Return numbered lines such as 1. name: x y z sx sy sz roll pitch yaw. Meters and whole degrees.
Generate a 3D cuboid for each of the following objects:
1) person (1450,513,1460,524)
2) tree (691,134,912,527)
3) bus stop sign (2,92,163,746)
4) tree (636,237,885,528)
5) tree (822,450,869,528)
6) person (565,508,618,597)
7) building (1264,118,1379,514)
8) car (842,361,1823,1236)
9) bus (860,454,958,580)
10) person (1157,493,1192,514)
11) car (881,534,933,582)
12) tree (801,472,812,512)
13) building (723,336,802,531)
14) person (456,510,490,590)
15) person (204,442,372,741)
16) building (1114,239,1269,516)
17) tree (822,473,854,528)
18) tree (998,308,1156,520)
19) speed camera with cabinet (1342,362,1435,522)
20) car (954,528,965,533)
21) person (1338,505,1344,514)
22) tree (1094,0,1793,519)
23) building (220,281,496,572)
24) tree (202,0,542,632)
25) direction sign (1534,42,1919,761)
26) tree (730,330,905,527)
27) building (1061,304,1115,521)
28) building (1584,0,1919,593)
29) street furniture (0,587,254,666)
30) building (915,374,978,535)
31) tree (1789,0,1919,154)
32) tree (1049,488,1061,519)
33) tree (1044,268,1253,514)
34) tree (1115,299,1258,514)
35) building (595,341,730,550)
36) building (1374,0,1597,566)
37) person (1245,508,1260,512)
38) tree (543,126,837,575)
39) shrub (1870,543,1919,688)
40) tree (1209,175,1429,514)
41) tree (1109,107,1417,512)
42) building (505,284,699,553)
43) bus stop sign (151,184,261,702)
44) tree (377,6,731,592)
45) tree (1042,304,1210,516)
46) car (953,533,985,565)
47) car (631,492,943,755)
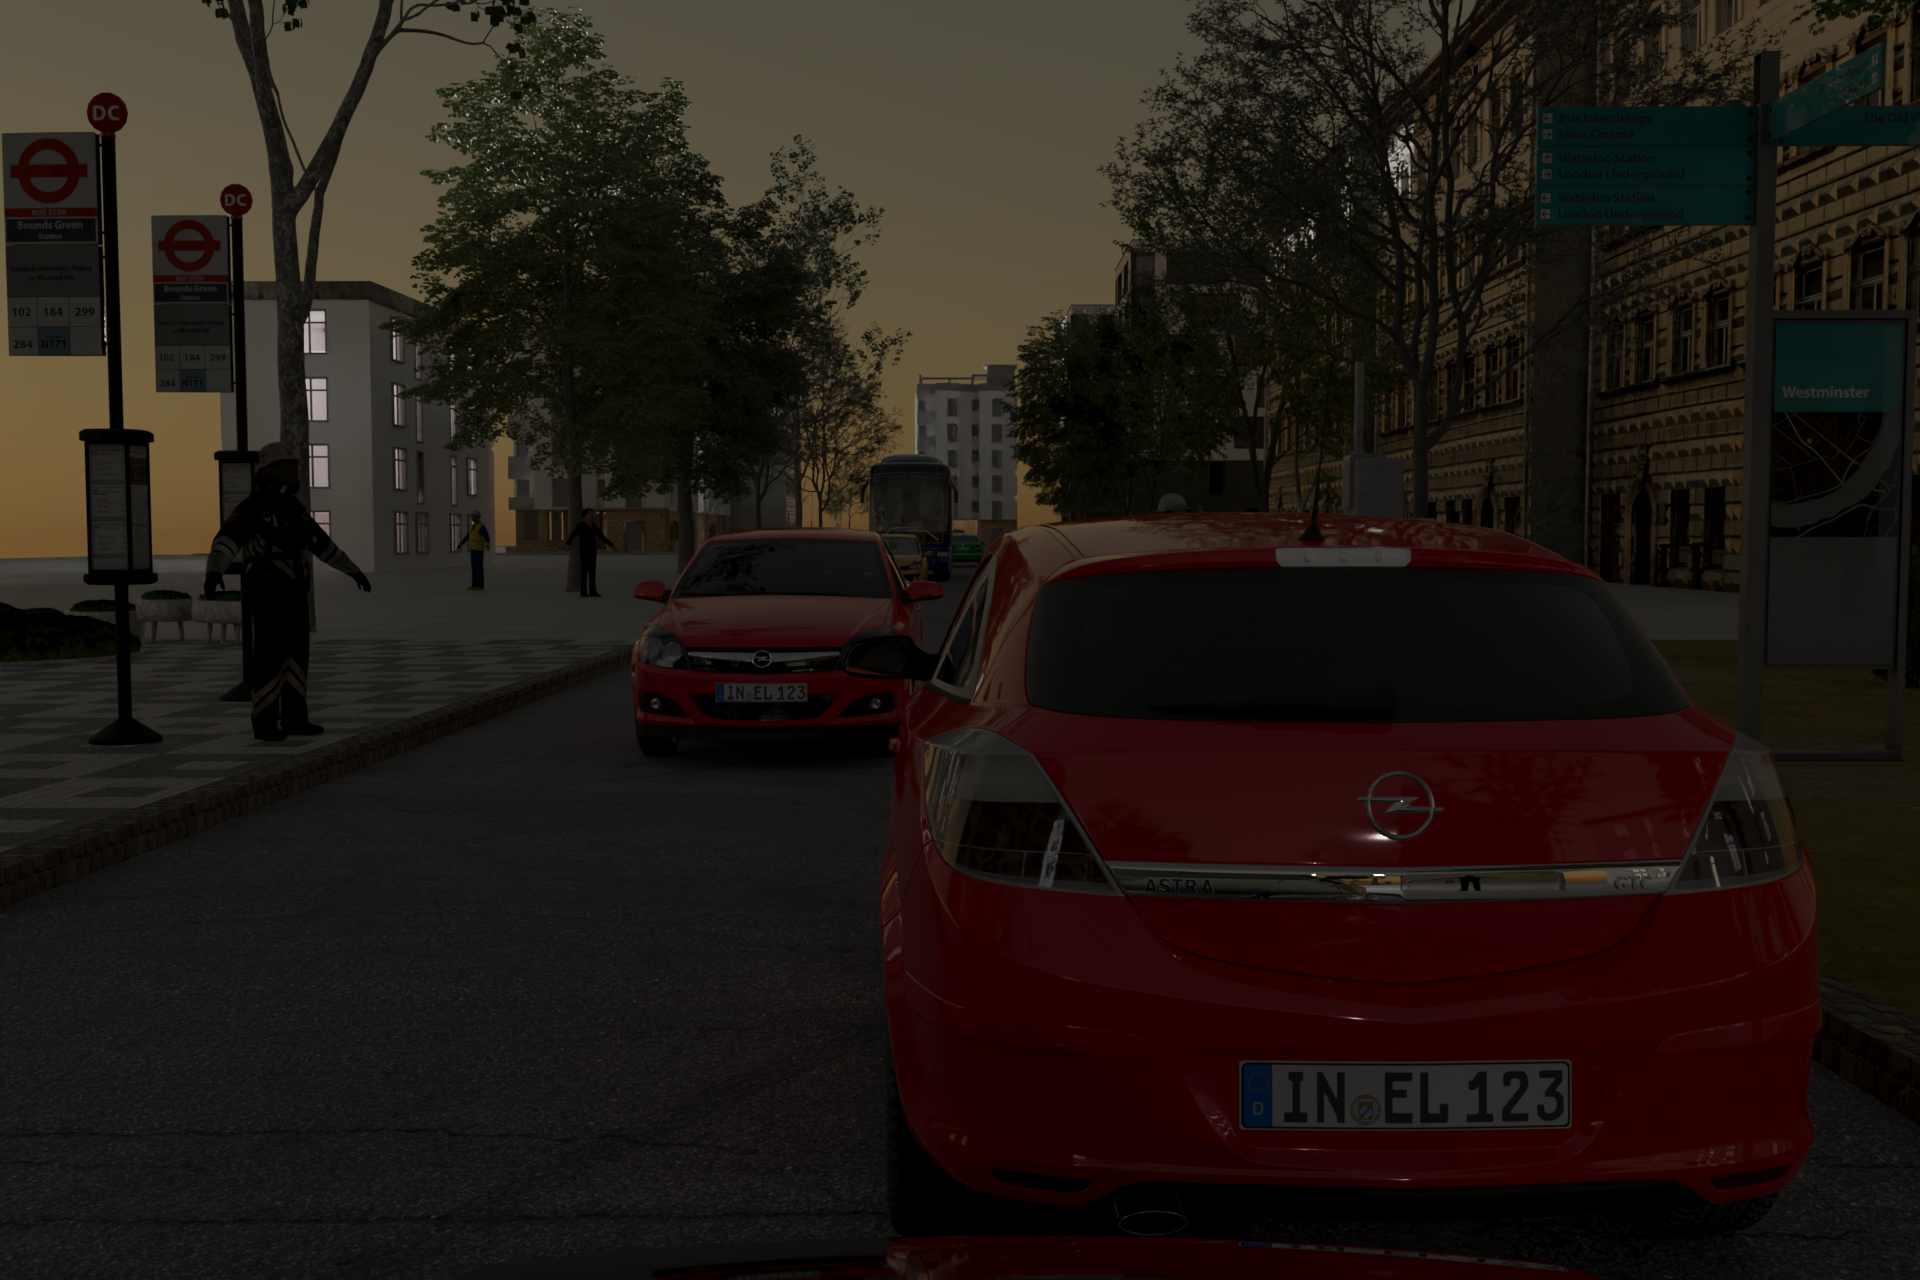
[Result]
1. person: 10.702 -1.866 37.228 0.721 1.740 1.216 -2 4 -34
2. tree: -8.733 -14.009 84.936 12.611 20.169 13.585 0 3 0
3. bus stop sign: -5.372 -1.338 10.583 0.855 3.939 0.416 0 4 1
4. tree: -8.135 -9.756 69.885 12.009 13.543 11.850 0 3 0
5. tree: -12.038 -15.725 191.521 7.601 10.594 8.767 0 4 -8
6. person: -7.571 -1.785 35.374 0.705 1.806 1.347 3 4 37
7. building: 24.204 -14.957 75.482 19.493 23.208 18.063 0 3 0
8. car: 0.710 0.245 5.032 2.155 1.783 4.494 0 4 -1
9. bus: -1.488 -3.991 56.807 2.896 3.916 12.251 0 3 0
10. person: 1.873 -0.344 14.547 0.721 1.772 1.216 -1 4 -15
11. car: -1.670 -2.014 43.150 2.015 1.641 3.980 0 4 0
12. tree: -18.122 -14.943 194.680 4.360 8.622 3.978 0 3 0
13. building: -25.576 -20.705 169.458 19.493 23.208 18.063 0 4 -1
14. person: -11.108 -2.064 39.719 1.349 1.833 0.705 3 5 44
15. person: -4.255 -0.312 10.885 0.705 1.856 1.354 1 4 23
16. building: 25.890 -17.894 136.535 27.936 21.610 32.646 0 4 0
17. tree: -14.030 -15.218 199.183 4.737 8.622 4.395 0 3 0
18. tree: 6.931 -11.665 97.386 9.857 13.997 8.962 0 3 0
19. speed camera with cabinet: 4.788 -1.529 19.333 0.660 3.252 2.038 0 4 0
20. car: -0.498 -5.995 106.692 2.281 1.827 5.304 0 4 -1
21. person: 7.379 -1.685 33.404 0.705 1.847 1.347 0 4 8
22. tree: 7.136 -7.085 26.204 12.009 13.543 11.850 0 3 0
23. building: -23.847 -7.921 71.661 9.099 9.664 28.070 0 4 1
24. tree: -7.334 -10.120 21.345 12.611 20.169 13.585 0 3 0
25. direction sign: 4.468 -1.248 9.168 2.525 3.948 1.411 0 4 1
26. tree: -8.021 -11.609 100.173 12.009 13.543 11.850 0 3 0
27. building: 23.774 -19.977 170.597 27.936 21.610 32.646 0 3 0
28. building: 26.064 -12.606 37.038 19.493 23.208 18.063 0 4 1
29. street furniture: -12.845 -0.287 20.322 10.072 0.657 5.734 2 4 28
30. building: -4.692 -20.687 197.112 11.380 20.090 16.016 0 4 -5
31. tree: 11.175 -5.453 14.916 9.928 11.665 9.643 0 3 0
32. tree: 12.496 -14.988 195.421 4.360 8.622 3.978 0 3 0
33. tree: 6.647 -7.791 61.791 8.767 10.594 7.601 2 4 25
34. tree: 7.157 -6.255 52.629 4.737 8.622 4.395 0 3 0
35. building: -25.671 -17.524 142.936 16.016 20.090 11.380 0 4 0
36. building: 24.738 -13.728 55.378 19.493 23.208 18.063 0 4 1
37. person: 6.024 -1.817 35.850 1.345 1.843 0.704 -3 5 -42
38. tree: -8.656 -9.042 54.495 9.857 13.997 8.962 0 3 0
39. shrub: 8.032 -0.207 14.499 1.383 1.207 1.383 0 3 0
40. tree: 7.231 -5.202 35.416 4.737 8.622 4.395 0 3 0
41. tree: 7.499 -7.166 42.924 9.928 11.665 9.643 0 3 0
42. building: -25.216 -16.125 120.069 16.016 20.090 11.380 0 4 1
43. bus stop sign: -5.733 -1.505 13.304 0.855 3.939 0.416 0 4 -1
44. tree: -8.852 -7.356 38.394 7.486 12.596 7.792 0 3 0
45. tree: 7.488 -9.302 77.840 9.928 11.665 9.643 0 3 0
46. car: 0.146 -4.127 76.273 1.959 1.807 4.718 0 4 0
47. car: -1.197 -0.216 12.569 2.155 1.783 4.494 0 3 0
